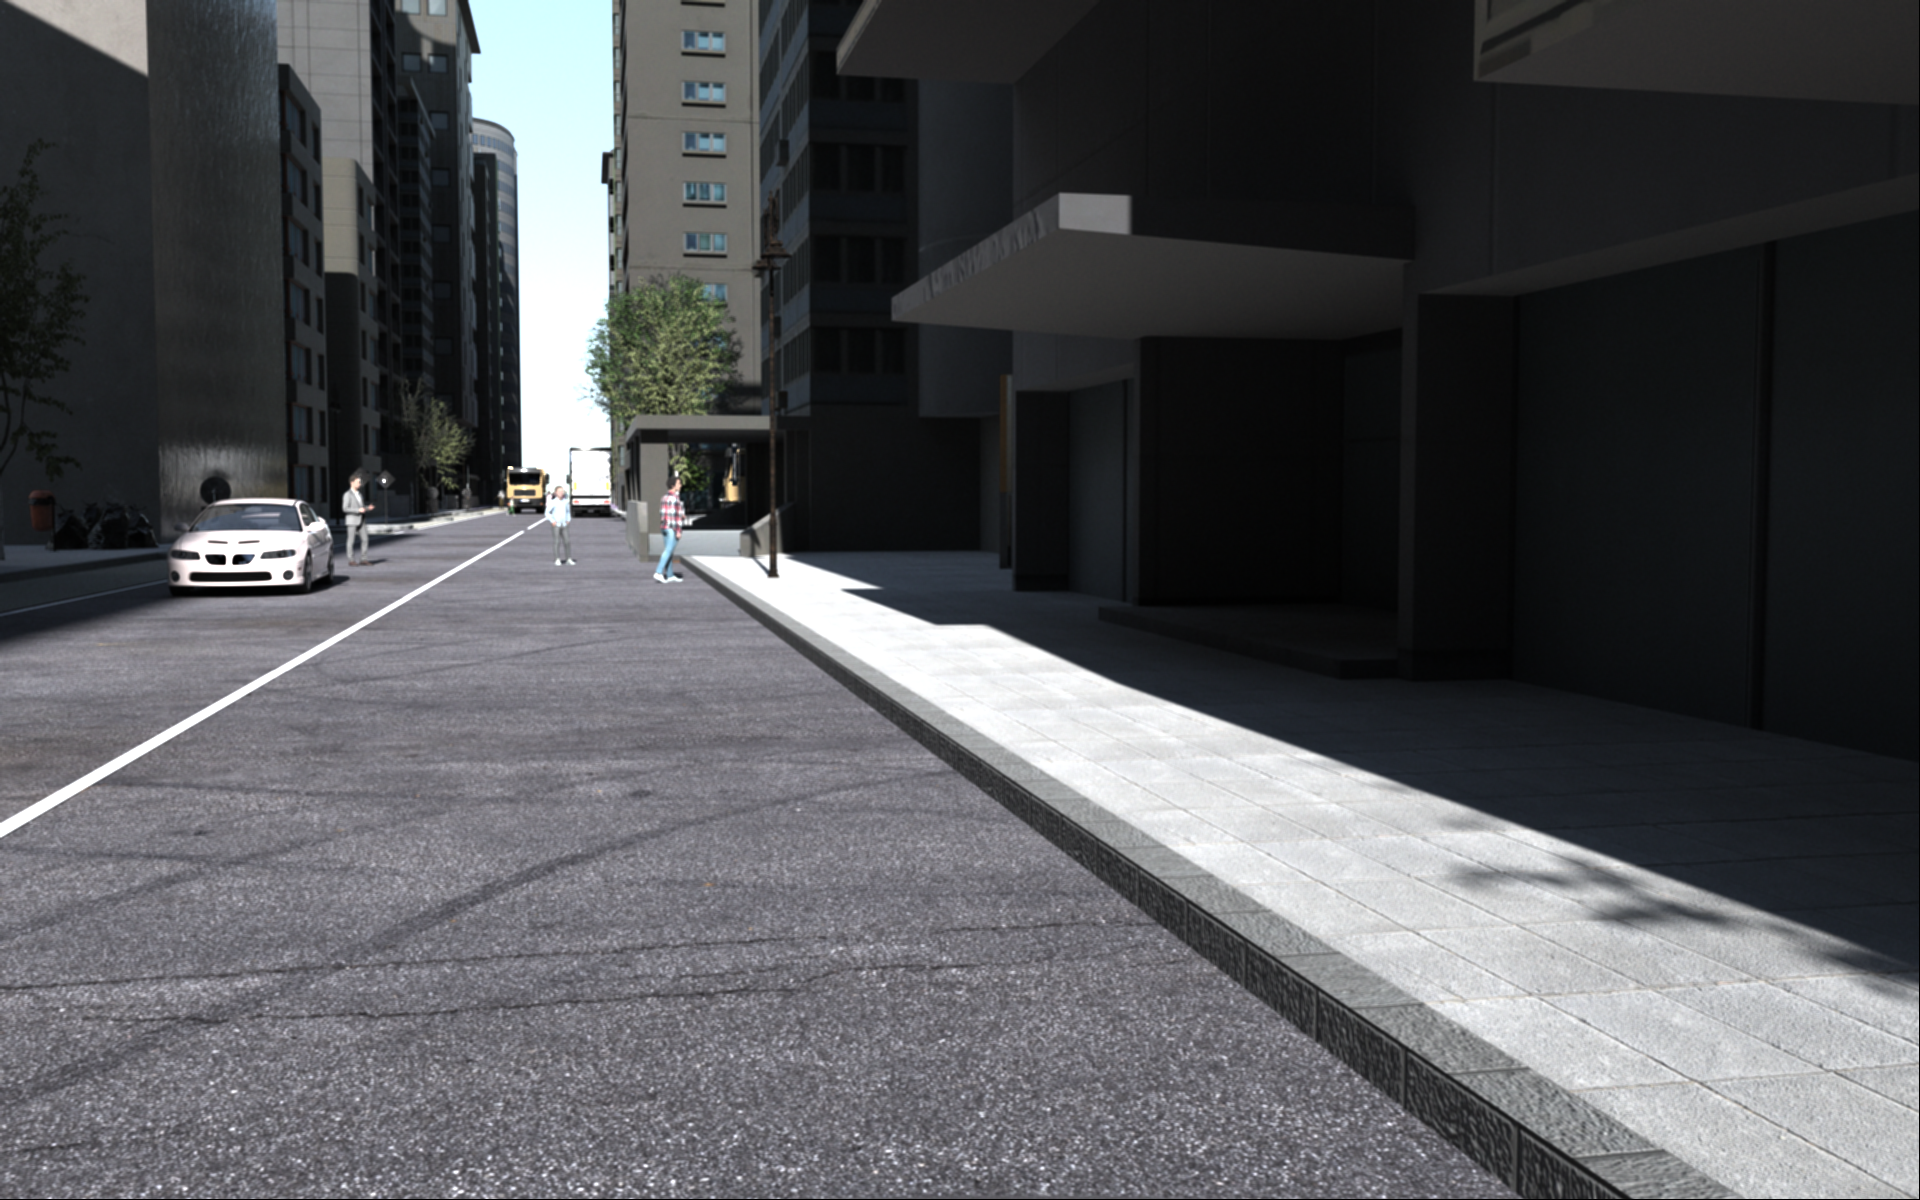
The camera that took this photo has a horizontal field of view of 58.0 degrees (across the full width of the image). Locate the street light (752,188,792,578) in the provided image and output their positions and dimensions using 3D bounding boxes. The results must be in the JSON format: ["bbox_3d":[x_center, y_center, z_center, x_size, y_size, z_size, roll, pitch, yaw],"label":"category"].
[{"bbox_3d":[-2.876,-3.286,26.514,0.468,5.910,1.993,-1,4,-12],"label":"street light"}]

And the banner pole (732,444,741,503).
[{"bbox_3d":[-8.197,-4.498,63.557,0.401,3.779,0.863,1,4,18],"label":"banner pole"}]

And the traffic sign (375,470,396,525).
[{"bbox_3d":[-23.595,-4.131,71.178,0.795,2.450,0.064,-1,4,-12],"label":"traffic sign"}]

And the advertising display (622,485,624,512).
[{"bbox_3d":[-24.440,-7.366,125.652,0.123,1.923,0.974,-1,4,-8],"label":"advertising display"}]

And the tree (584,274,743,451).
[{"bbox_3d":[-13.814,-9.485,80.843,9.928,11.665,9.643,0,3,0],"label":"tree"}]

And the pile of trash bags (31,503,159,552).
[{"bbox_3d":[-20.267,-1.853,40.054,1.912,1.369,3.447,0,4,7],"label":"pile of trash bags"}]

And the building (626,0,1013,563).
[{"bbox_3d":[7.593,-21.610,45.202,32.217,40.220,23.993,-1,4,-12],"label":"building"}]

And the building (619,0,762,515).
[{"bbox_3d":[-11.736,-30.128,116.292,21.300,48.544,21.600,-1,4,-12],"label":"building"}]

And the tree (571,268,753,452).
[{"bbox_3d":[-16.182,-11.254,94.374,12.009,13.543,11.850,0,3,0],"label":"tree"}]

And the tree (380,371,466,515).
[{"bbox_3d":[-32.628,-9.379,103.711,4.360,8.622,3.978,0,3,0],"label":"tree"}]

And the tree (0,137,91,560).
[{"bbox_3d":[-18.618,-5.068,33.223,4.737,8.622,4.395,0,3,0],"label":"tree"}]

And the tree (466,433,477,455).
[{"bbox_3d":[-40.183,-11.297,135.061,4.360,8.622,3.978,0,3,0],"label":"tree"}]

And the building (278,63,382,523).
[{"bbox_3d":[-43.459,-14.442,81.166,27.650,21.520,28.899,-1,4,-12],"label":"building"}]

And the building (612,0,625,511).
[{"bbox_3d":[-20.957,-27.971,140.925,14.154,41.232,14.086,-1,4,-12],"label":"building"}]

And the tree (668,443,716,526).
[{"bbox_3d":[-9.894,-4.175,62.861,1.663,3.219,1.824,0,3,0],"label":"tree"}]

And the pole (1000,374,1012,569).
[{"bbox_3d":[0.789,-2.189,29.642,0.158,3.312,0.155,0,3,0],"label":"pole"}]

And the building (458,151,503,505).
[{"bbox_3d":[-60.804,-31.620,200.584,14.154,41.232,14.086,-1,4,-12],"label":"building"}]

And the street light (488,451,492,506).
[{"bbox_3d":[-50.069,-12.969,184.825,0.468,5.910,1.993,-1,4,-12],"label":"street light"}]

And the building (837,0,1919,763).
[{"bbox_3d":[14.086,-25.842,11.763,28.713,52.752,27.495,-1,4,-12],"label":"building"}]

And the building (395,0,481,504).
[{"bbox_3d":[-64.364,-36.004,177.901,28.713,52.752,27.495,-1,4,-12],"label":"building"}]

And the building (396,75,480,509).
[{"bbox_3d":[-59.658,-28.149,152.124,32.217,40.220,23.993,-1,4,-12],"label":"building"}]

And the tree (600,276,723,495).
[{"bbox_3d":[-9.657,-6.564,57.689,4.737,8.622,4.395,0,3,0],"label":"tree"}]

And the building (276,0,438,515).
[{"bbox_3d":[-45.611,-41.246,112.624,20.563,71.187,20.611,-1,4,-12],"label":"building"}]

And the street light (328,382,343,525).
[{"bbox_3d":[-25.686,-6.028,71.344,0.468,5.910,1.993,-1,4,-12],"label":"street light"}]

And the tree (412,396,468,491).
[{"bbox_3d":[-39.139,-10.948,129.366,4.737,8.622,4.395,0,3,0],"label":"tree"}]

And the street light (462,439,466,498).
[{"bbox_3d":[-41.752,-10.580,145.767,0.468,5.910,1.993,-1,4,-12],"label":"street light"}]

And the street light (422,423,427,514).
[{"bbox_3d":[-34.205,-8.433,110.671,0.468,5.910,1.993,-1,4,-12],"label":"street light"}]

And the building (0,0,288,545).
[{"bbox_3d":[-38.968,-14.960,49.105,34.151,26.468,19.350,-1,4,-12],"label":"building"}]

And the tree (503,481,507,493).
[{"bbox_3d":[-58.043,-13.741,219.269,1.663,3.219,1.824,0,3,0],"label":"tree"}]

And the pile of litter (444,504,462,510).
[{"bbox_3d":[-42.065,-7.957,144.055,1.719,0.858,1.176,-1,4,-19],"label":"pile of litter"}]

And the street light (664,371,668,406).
[{"bbox_3d":[-11.042,-5.655,65.245,0.468,5.910,1.993,-1,4,-12],"label":"street light"}]

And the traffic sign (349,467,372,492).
[{"bbox_3d":[-21.922,-3.653,63.370,0.795,2.450,0.064,-1,4,-12],"label":"traffic sign"}]

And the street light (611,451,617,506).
[{"bbox_3d":[-36.167,-12.807,182.189,0.468,5.910,1.993,-1,4,-12],"label":"street light"}]

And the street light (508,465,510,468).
[{"bbox_3d":[-59.222,-15.584,227.586,0.468,5.910,1.993,-1,4,-12],"label":"street light"}]
